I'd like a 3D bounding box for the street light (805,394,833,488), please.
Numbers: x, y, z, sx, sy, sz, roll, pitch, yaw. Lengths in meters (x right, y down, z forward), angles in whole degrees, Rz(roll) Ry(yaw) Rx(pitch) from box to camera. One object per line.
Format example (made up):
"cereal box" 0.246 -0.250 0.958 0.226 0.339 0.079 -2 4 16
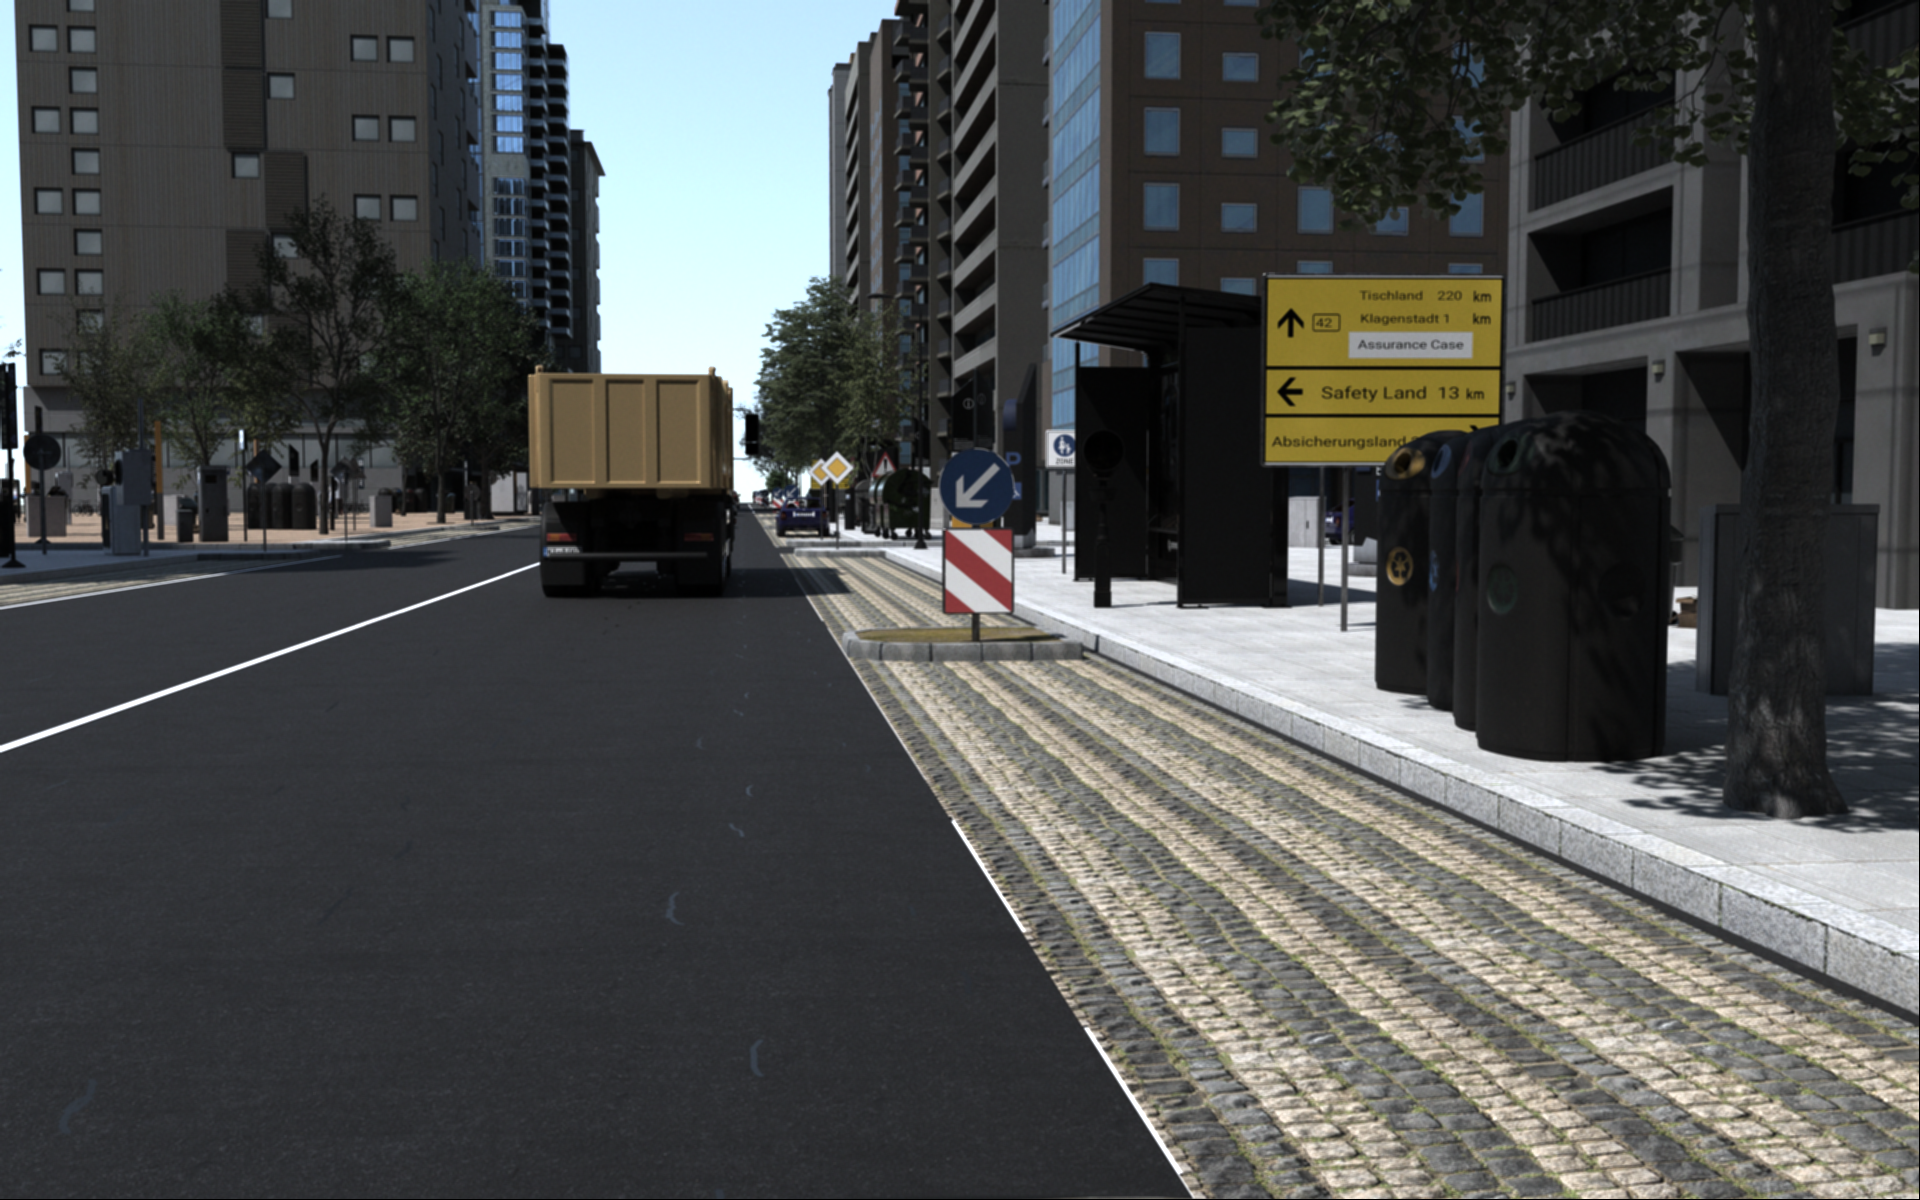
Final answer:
"street light" -6.519 -6.609 80.598 1.470 5.913 1.316 0 4 -7

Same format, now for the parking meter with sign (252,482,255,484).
"parking meter with sign" -45.809 -7.085 112.098 0.543 3.016 1.738 -2 4 -23

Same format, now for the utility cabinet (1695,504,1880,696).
"utility cabinet" 5.307 0.001 11.143 1.020 1.237 0.306 0 4 2

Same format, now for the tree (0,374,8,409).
"tree" -16.660 -2.649 27.025 4.285 4.588 4.351 0 3 0

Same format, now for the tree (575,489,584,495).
"tree" -30.992 -9.078 143.021 1.663 3.219 1.824 0 3 0

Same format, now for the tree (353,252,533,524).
"tree" -22.380 -9.103 74.596 9.928 11.665 9.643 0 3 0

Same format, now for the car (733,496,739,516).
"car" -15.684 -6.302 115.039 2.014 1.417 4.499 0 4 -7

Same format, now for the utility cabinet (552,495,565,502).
"utility cabinet" -27.978 -6.723 121.087 1.020 1.237 0.306 -2 4 -30

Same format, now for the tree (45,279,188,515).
"tree" -29.459 -6.717 60.191 4.360 8.622 3.978 0 3 0

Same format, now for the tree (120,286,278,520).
"tree" -38.183 -9.890 87.450 9.928 11.665 9.643 0 3 0

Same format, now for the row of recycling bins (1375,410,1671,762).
"row of recycling bins" 3.153 -0.174 9.964 1.069 1.692 3.534 0 4 3

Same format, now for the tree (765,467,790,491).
"tree" -21.783 -13.683 207.435 4.285 4.588 4.351 0 3 0

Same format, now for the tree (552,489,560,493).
"tree" -27.383 -7.450 116.410 1.663 3.219 1.824 0 3 0

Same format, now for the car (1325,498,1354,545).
"car" 11.411 -1.985 45.034 3.894 1.354 1.945 0 4 -5

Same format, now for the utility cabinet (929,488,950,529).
"utility cabinet" -0.830 -3.305 62.715 0.318 1.500 1.173 -2 4 -35

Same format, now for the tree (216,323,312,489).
"tree" -30.398 -7.636 75.205 4.737 8.622 4.395 0 3 0

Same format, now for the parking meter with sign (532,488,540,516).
"parking meter with sign" -25.568 -6.607 104.289 0.543 3.016 1.738 -1 4 -12

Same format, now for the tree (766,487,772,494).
"tree" -27.135 -15.566 249.108 1.663 3.219 1.824 0 3 0

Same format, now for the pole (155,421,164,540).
"pole" -22.356 -3.335 48.364 0.158 3.312 0.155 0 3 0

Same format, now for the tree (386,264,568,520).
"tree" -23.767 -10.384 86.787 9.611 12.733 9.660 0 3 0

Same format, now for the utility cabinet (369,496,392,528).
"utility cabinet" -22.380 -3.411 66.926 0.306 1.237 1.020 1 4 19

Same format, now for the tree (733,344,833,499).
"tree" -13.377 -14.072 140.441 12.009 13.543 11.850 0 3 0

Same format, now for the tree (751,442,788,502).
"tree" -29.488 -21.257 273.302 9.928 11.665 9.643 0 3 0

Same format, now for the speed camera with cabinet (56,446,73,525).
"speed camera with cabinet" -37.574 -4.780 72.495 0.660 3.252 2.038 -2 4 -32

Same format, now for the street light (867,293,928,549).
"street light" -1.456 -4.141 40.251 1.470 5.913 1.316 0 4 -7

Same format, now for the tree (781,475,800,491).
"tree" -19.522 -12.331 196.213 1.663 3.219 1.824 0 3 0

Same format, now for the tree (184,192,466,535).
"tree" -20.199 -7.338 54.383 8.767 10.594 7.601 0 4 -7

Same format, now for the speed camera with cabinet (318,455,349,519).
"speed camera with cabinet" -32.112 -5.773 88.732 2.038 3.252 0.660 3 5 41

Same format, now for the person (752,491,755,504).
"person" -28.961 -14.352 243.085 0.705 1.831 1.348 0 4 7

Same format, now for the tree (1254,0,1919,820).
"tree" 2.955 -5.428 6.868 7.486 12.596 7.792 0 3 0

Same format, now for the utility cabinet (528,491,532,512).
"utility cabinet" -29.791 -6.752 119.067 1.173 1.500 0.318 2 4 30

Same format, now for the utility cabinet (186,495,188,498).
"utility cabinet" -44.051 -5.303 97.865 1.020 1.237 0.306 2 4 26

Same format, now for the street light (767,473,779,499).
"street light" -21.397 -13.833 198.707 1.470 5.913 1.316 0 4 -7

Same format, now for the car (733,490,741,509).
"car" -22.938 -9.983 171.888 2.281 1.827 5.304 0 4 -6

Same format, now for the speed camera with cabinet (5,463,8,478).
"speed camera with cabinet" -60.709 -7.042 109.480 0.660 3.252 2.038 1 4 22

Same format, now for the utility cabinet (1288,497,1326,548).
"utility cabinet" 8.272 -1.849 41.392 0.306 1.237 1.020 -2 4 -32

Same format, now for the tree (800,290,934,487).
"tree" -3.136 -6.923 63.546 4.737 8.622 4.395 0 3 0

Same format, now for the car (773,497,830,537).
"car" -5.342 -2.813 58.572 1.945 1.354 3.894 0 4 -7

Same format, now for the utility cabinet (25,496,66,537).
"utility cabinet" -27.373 -2.490 51.868 1.020 1.237 0.306 -3 5 -40

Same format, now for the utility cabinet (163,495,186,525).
"utility cabinet" -32.345 -3.662 71.039 1.020 1.237 0.306 2 4 25

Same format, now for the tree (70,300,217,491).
"tree" -32.195 -7.114 66.676 4.737 8.622 4.395 0 3 0

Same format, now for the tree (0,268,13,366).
"tree" -30.623 -6.241 52.409 4.360 8.622 3.978 0 3 0

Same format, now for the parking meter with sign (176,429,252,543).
"parking meter with sign" -20.006 -3.061 46.302 1.738 3.016 0.543 -2 4 -34

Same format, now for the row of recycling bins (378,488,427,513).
"row of recycling bins" -37.684 -6.724 117.044 1.069 1.692 3.534 3 5 39

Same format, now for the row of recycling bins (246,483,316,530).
"row of recycling bins" -24.772 -3.426 63.132 3.534 1.692 1.069 2 4 34

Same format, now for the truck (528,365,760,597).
"truck" -4.984 -1.956 27.899 3.469 3.379 9.791 0 4 -6

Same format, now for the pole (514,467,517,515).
"pole" -27.257 -6.872 106.202 0.158 3.312 0.155 0 3 0

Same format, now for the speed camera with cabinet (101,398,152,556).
"speed camera with cabinet" -17.419 -2.557 36.145 0.660 3.252 2.038 -3 4 -37
